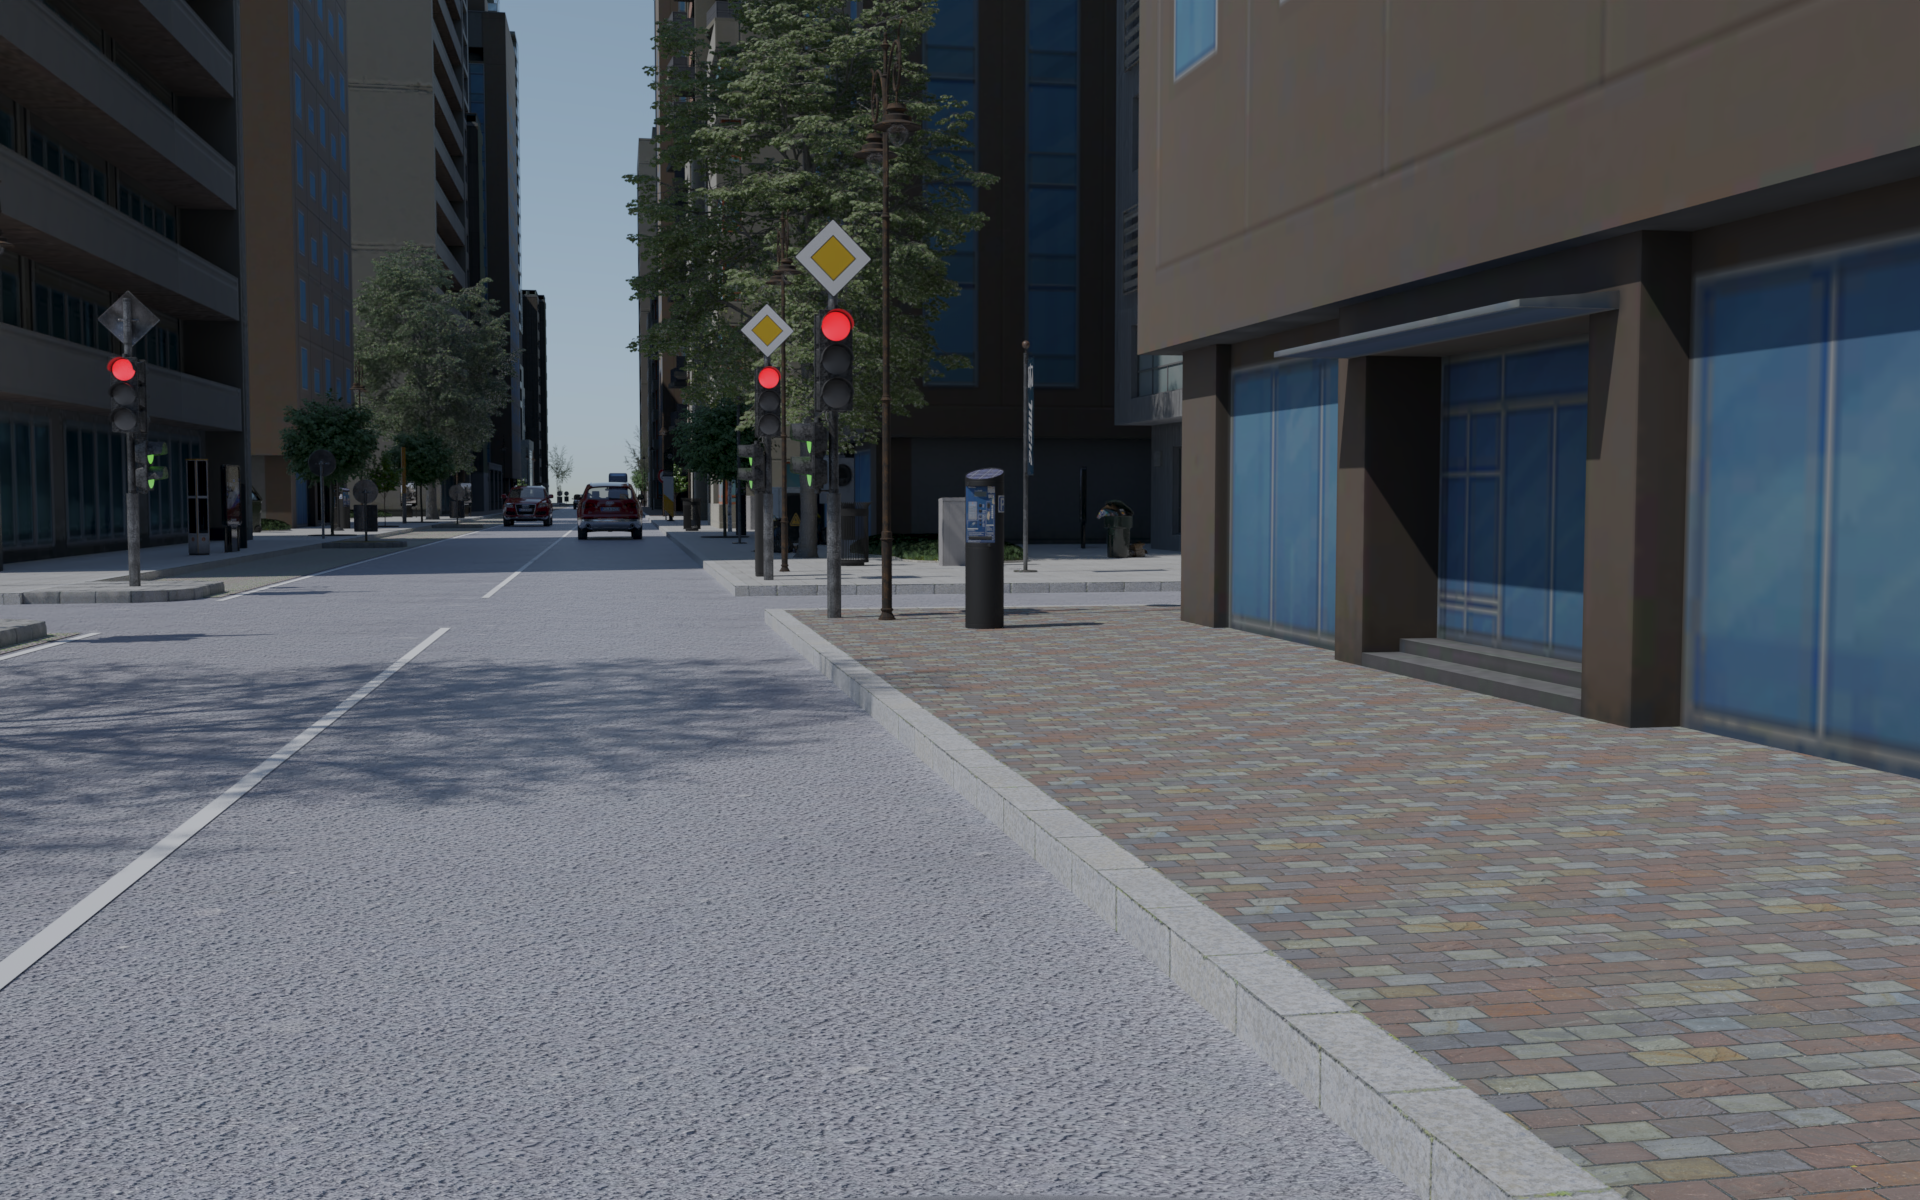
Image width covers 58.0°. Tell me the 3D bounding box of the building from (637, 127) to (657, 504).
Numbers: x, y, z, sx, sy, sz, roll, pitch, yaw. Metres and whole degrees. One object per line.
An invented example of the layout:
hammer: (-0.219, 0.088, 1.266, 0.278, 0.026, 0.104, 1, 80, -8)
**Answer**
building: (-31.100, -36.870, 226.531, 21.300, 48.544, 21.600, -1, 4, -11)

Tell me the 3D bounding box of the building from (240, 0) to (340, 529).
building: (-32.276, -25.533, 67.574, 14.600, 45.320, 14.200, -1, 4, -11)

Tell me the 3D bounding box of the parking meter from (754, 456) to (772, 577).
parking meter: (-3.064, -1.301, 26.989, 0.255, 1.863, 0.399, -1, 4, -10)

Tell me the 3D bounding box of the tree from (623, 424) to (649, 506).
tree: (-32.960, -14.132, 181.415, 4.360, 8.622, 3.978, 0, 3, 0)

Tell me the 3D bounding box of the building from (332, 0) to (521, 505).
building: (-47.866, -31.075, 158.181, 14.600, 45.320, 14.200, -1, 4, -11)

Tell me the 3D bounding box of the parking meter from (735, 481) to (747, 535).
parking meter: (-6.794, -2.936, 53.712, 0.255, 1.863, 0.399, -2, 4, -24)

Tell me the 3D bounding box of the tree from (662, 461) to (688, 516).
tree: (-16.731, -6.508, 101.008, 1.663, 3.219, 1.824, 0, 3, 0)

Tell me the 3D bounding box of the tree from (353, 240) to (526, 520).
tree: (-26.630, -11.029, 86.973, 9.857, 13.997, 8.962, 0, 3, 0)

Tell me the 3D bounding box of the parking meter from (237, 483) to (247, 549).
parking meter: (-17.035, -1.985, 40.870, 0.372, 1.533, 0.369, 0, 3, 0)

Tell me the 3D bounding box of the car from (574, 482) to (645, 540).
car: (-11.362, -2.903, 56.139, 2.281, 1.827, 5.304, -1, 4, -12)

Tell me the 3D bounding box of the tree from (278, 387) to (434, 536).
tree: (-19.370, -4.251, 53.215, 4.285, 4.588, 4.351, 0, 3, 0)

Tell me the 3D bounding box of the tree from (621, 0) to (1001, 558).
tree: (-3.097, -7.147, 34.976, 7.486, 12.596, 7.792, 0, 3, 0)

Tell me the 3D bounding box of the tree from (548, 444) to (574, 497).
tree: (-58.673, -18.560, 253.812, 4.360, 8.622, 3.978, 0, 3, 0)

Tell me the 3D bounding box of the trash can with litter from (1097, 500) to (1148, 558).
trash can with litter: (3.306, -1.447, 35.043, 0.624, 1.170, 1.055, 3, 5, 41)

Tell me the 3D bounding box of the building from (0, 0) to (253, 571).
building: (-28.242, -25.140, 34.744, 21.300, 48.544, 21.600, -1, 4, -11)

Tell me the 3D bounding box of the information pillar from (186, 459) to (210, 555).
information pillar: (-15.985, -1.947, 36.333, 0.304, 2.012, 0.304, 2, 4, 27)

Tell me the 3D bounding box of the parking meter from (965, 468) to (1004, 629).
parking meter: (0.236, -0.499, 16.576, 0.372, 1.533, 0.369, 0, 3, 0)

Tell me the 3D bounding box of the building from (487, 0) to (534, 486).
building: (-64.880, -55.227, 215.636, 22.319, 86.520, 31.000, -1, 4, -11)

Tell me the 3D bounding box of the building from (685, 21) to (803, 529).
building: (1.847, -14.394, 80.388, 27.650, 21.520, 28.899, -1, 4, -11)

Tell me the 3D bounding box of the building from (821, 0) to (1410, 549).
building: (3.038, -24.448, 49.835, 14.600, 45.320, 14.200, -1, 4, -11)

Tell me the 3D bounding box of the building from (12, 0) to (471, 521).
building: (-41.976, -29.441, 105.067, 21.300, 48.544, 21.600, -1, 4, -11)

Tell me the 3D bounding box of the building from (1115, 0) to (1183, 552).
building: (11.662, -21.425, 33.900, 14.086, 41.232, 14.154, -1, 4, -11)

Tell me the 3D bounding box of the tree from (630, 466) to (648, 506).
tree: (-34.477, -12.584, 189.463, 4.285, 4.588, 4.351, 0, 3, 0)

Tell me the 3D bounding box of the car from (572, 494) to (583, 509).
car: (-35.539, -9.378, 163.123, 2.009, 1.686, 4.222, -1, 4, -11)

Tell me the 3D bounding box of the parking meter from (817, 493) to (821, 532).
parking meter: (-4.020, -2.413, 47.861, 0.372, 1.533, 0.369, 0, 3, 0)

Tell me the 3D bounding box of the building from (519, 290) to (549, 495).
building: (-64.713, -28.662, 240.323, 14.160, 30.474, 14.107, -1, 4, -11)

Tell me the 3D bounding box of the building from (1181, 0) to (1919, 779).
building: (9.956, -22.065, 10.866, 14.600, 45.320, 14.200, -1, 4, -11)

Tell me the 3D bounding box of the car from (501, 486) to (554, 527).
car: (-19.474, -4.249, 78.140, 2.281, 1.827, 5.304, -1, 4, -11)

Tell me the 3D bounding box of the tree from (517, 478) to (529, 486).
tree: (-44.104, -10.923, 173.199, 1.663, 3.219, 1.824, 0, 3, 0)

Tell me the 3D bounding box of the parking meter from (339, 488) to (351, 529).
parking meter: (-22.696, -3.393, 63.887, 0.372, 1.533, 0.369, 0, 3, 0)

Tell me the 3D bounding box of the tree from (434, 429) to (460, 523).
tree: (-24.293, -5.764, 77.962, 4.285, 4.588, 4.351, 0, 3, 0)

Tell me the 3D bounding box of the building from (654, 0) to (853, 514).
building: (-17.038, -29.845, 138.079, 14.600, 45.320, 14.200, -1, 4, -11)

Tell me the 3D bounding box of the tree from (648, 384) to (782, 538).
tree: (-6.872, -4.123, 51.117, 4.285, 4.588, 4.351, 0, 3, 0)

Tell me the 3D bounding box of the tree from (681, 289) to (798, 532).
tree: (-7.666, -6.644, 58.997, 4.737, 8.622, 4.395, 0, 3, 0)

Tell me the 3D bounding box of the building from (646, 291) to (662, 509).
building: (-14.966, -19.385, 161.986, 27.650, 21.520, 28.899, -1, 4, -11)

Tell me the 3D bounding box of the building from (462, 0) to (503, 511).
building: (-48.254, -42.893, 139.551, 20.563, 71.187, 20.611, -1, 4, -11)

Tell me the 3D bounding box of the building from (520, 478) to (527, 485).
building: (-64.421, -30.415, 189.167, 32.217, 40.220, 23.993, -1, 4, -11)

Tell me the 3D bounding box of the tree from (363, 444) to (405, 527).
tree: (-22.263, -4.444, 67.254, 1.663, 3.219, 1.824, 0, 3, 0)

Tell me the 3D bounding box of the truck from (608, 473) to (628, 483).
truck: (-42.423, -13.759, 214.725, 2.967, 4.110, 18.799, -1, 4, -11)

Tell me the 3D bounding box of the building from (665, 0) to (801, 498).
building: (-8.561, -28.319, 117.635, 22.147, 44.769, 28.867, -1, 4, -11)

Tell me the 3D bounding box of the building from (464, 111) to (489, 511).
building: (-41.837, -21.572, 124.396, 14.160, 30.474, 14.107, -1, 4, -11)

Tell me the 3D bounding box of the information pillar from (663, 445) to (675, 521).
information pillar: (-13.740, -5.528, 81.732, 0.504, 3.616, 0.183, 0, 4, 2)
